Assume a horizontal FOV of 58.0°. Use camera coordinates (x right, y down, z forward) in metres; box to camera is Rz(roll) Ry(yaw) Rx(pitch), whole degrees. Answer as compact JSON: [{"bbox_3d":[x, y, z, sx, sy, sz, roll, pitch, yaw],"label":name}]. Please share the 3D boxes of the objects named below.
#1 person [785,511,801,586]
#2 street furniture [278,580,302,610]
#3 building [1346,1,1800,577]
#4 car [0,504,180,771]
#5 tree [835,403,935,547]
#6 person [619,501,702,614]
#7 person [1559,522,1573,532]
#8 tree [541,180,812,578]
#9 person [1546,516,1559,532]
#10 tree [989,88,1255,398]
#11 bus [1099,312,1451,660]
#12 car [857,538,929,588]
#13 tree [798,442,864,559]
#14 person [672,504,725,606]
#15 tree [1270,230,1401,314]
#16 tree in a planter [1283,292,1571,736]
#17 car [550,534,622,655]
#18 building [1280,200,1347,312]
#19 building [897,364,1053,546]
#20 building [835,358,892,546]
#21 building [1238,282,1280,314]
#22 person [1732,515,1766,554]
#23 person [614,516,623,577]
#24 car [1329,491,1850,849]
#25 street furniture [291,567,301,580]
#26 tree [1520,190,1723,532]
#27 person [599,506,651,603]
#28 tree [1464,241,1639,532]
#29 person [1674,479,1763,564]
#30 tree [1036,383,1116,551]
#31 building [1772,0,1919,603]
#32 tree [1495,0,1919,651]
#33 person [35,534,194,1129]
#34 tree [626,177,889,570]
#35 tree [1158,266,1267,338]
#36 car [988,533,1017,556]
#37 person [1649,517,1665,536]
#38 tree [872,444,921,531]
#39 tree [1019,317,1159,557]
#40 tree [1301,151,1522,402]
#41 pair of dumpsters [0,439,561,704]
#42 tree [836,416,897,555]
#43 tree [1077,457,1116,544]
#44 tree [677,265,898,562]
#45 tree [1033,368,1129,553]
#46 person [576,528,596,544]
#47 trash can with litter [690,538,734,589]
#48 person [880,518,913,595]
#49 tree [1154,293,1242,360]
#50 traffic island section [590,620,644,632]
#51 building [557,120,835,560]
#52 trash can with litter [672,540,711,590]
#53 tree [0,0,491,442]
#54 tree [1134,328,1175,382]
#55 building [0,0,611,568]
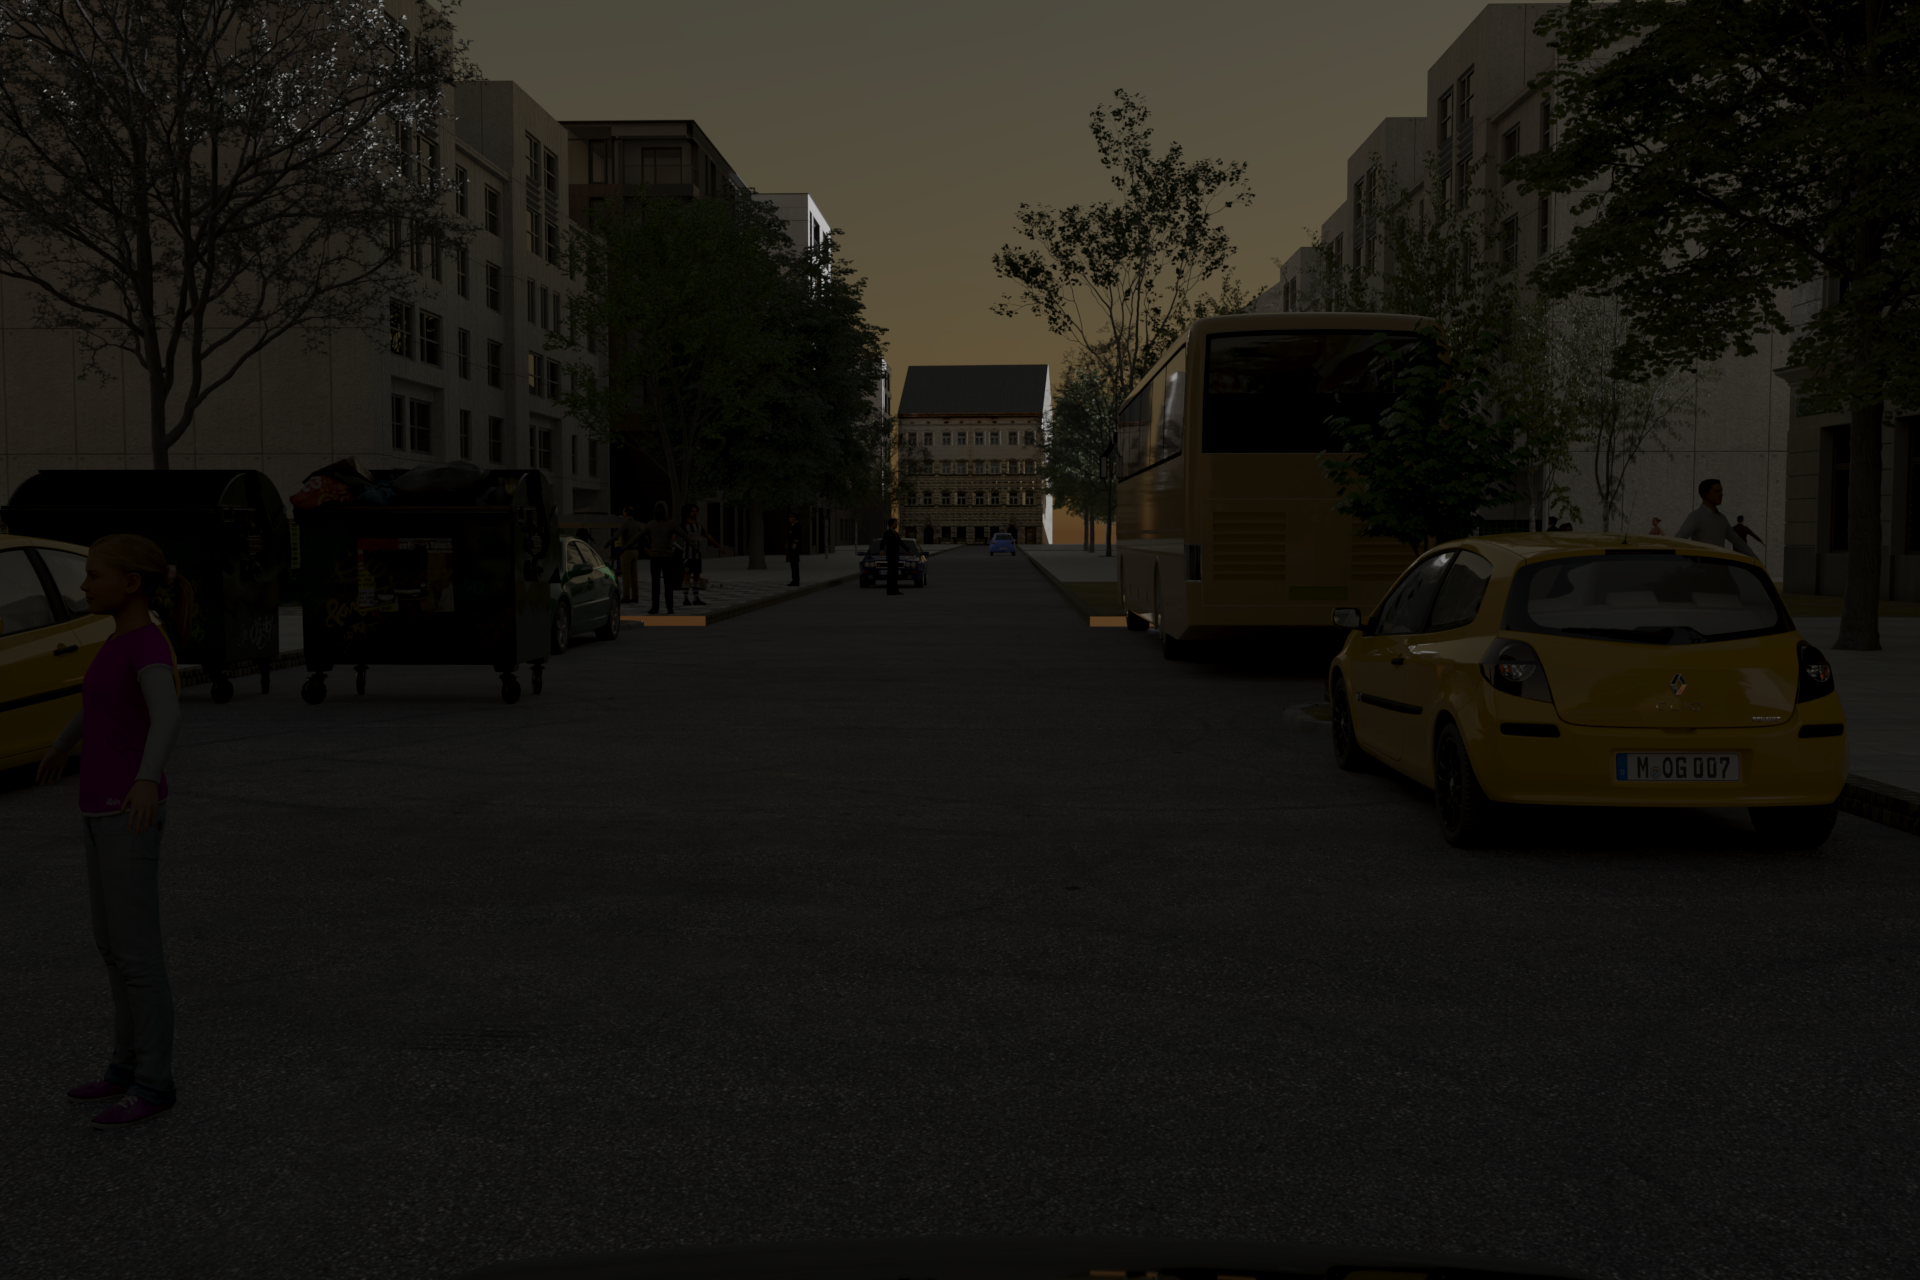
[{"bbox_3d":[-4.108,-2.248,42.695,0.705,1.837,1.347,-1,4,-13],"label":"person"},{"bbox_3d":[-11.736,-1.067,33.077,5.734,0.657,10.072,-2,4,-26],"label":"street furniture"},{"bbox_3d":[26.185,-12.224,66.313,16.747,18.905,31.486,0,4,2],"label":"building"},{"bbox_3d":[-5.928,0.043,9.513,2.015,1.641,3.980,0,4,1],"label":"car"},{"bbox_3d":[-6.315,-11.612,124.265,8.767,10.594,7.601,-2,4,-25],"label":"tree"},{"bbox_3d":[-4.804,-1.329,27.853,1.348,1.813,0.705,0,4,3],"label":"person"},{"bbox_3d":[8.188,-0.862,23.302,0.989,1.438,0.599,-2,4,-32],"label":"person"},{"bbox_3d":[-8.198,-7.622,50.381,9.928,11.665,9.643,0,3,0],"label":"tree"},{"bbox_3d":[15.094,-2.305,44.408,1.216,1.740,0.721,-2,4,-34],"label":"person"},{"bbox_3d":[6.941,-13.506,76.717,12.611,20.169,13.585,0,3,0],"label":"tree"},{"bbox_3d":[3.582,-1.896,22.550,2.896,3.916,12.252,0,4,2],"label":"bus"},{"bbox_3d":[-1.799,-2.130,47.406,1.945,1.354,3.894,0,4,1],"label":"car"},{"bbox_3d":[-6.967,-8.515,89.586,4.360,8.622,3.978,0,3,0],"label":"tree"},{"bbox_3d":[-4.808,-1.530,31.154,0.704,1.843,1.345,3,5,43],"label":"person"},{"bbox_3d":[9.302,-5.629,42.400,4.360,8.622,3.978,0,3,0],"label":"tree"},{"bbox_3d":[3.472,-0.957,12.865,1.991,3.239,1.994,0,4,2],"label":"tree in a planter"},{"bbox_3d":[-5.602,-0.632,22.130,2.131,1.459,4.920,0,4,1],"label":"car"},{"bbox_3d":[29.037,-14.242,99.314,16.747,18.905,31.486,0,4,2],"label":"building"},{"bbox_3d":[2.329,-23.863,223.548,18.063,23.208,19.493,0,4,7],"label":"building"},{"bbox_3d":[-22.973,-21.749,199.563,27.936,21.610,32.646,0,4,2],"label":"building"},{"bbox_3d":[28.378,-19.396,148.049,19.493,23.208,18.063,0,4,2],"label":"building"},{"bbox_3d":[21.976,-2.608,48.786,1.346,1.812,0.704,3,5,43],"label":"person"},{"bbox_3d":[-10.126,-2.805,51.824,0.705,1.833,1.349,0,4,4],"label":"person"},{"bbox_3d":[3.115,0.056,9.316,2.015,1.641,3.980,0,4,1],"label":"car"},{"bbox_3d":[-14.441,-1.835,45.621,5.734,0.657,10.072,0,4,7],"label":"street furniture"},{"bbox_3d":[14.004,-5.365,38.081,4.360,8.622,3.978,0,3,0],"label":"tree"},{"bbox_3d":[-6.173,-1.586,32.208,0.705,1.796,1.348,2,4,31],"label":"person"},{"bbox_3d":[14.731,-5.709,43.705,4.737,8.622,4.395,0,3,0],"label":"tree"},{"bbox_3d":[7.215,-0.641,16.634,1.344,1.810,0.704,-2,4,-29],"label":"person"},{"bbox_3d":[9.140,-12.953,129.904,7.486,12.596,7.792,0,3,0],"label":"tree"},{"bbox_3d":[25.259,-14.603,15.182,17.030,29.872,44.131,0,4,1],"label":"building"},{"bbox_3d":[10.037,-6.187,19.281,7.486,12.596,7.792,0,3,0],"label":"tree"},{"bbox_3d":[-2.117,0.456,4.267,0.599,1.433,0.991,-3,4,-39],"label":"person"},{"bbox_3d":[-7.351,-9.517,62.252,9.857,13.997,8.962,0,3,0],"label":"tree"},{"bbox_3d":[7.105,-6.013,48.668,4.737,8.622,4.395,0,3,0],"label":"tree"},{"bbox_3d":[2.815,-6.424,114.623,1.945,1.707,3.694,0,4,1],"label":"car"},{"bbox_3d":[18.611,-2.432,46.560,0.721,1.733,1.217,-1,4,-13],"label":"person"},{"bbox_3d":[-5.714,-11.142,132.534,4.360,8.622,3.978,0,3,0],"label":"tree"},{"bbox_3d":[8.551,-11.448,97.552,12.009,13.543,11.850,0,3,0],"label":"tree"},{"bbox_3d":[8.633,-5.027,32.546,4.737,8.622,4.395,0,3,0],"label":"tree"},{"bbox_3d":[-5.814,-0.615,15.004,4.436,2.255,1.574,0,4,2],"label":"pair of dumpsters"},{"bbox_3d":[-6.127,-9.509,105.834,4.737,8.622,4.395,0,3,0],"label":"tree"},{"bbox_3d":[18.923,-19.184,220.315,9.857,13.997,8.962,0,3,0],"label":"tree"},{"bbox_3d":[-7.712,-10.503,78.379,9.857,13.997,8.962,0,3,0],"label":"tree"},{"bbox_3d":[8.838,-12.277,118.850,7.486,12.596,7.792,0,3,0],"label":"tree"},{"bbox_3d":[-13.438,-3.410,61.947,0.705,1.806,1.347,1,4,18],"label":"person"},{"bbox_3d":[-6.182,-1.877,41.746,1.678,1.210,2.233,0,4,1],"label":"trash can with litter"},{"bbox_3d":[-1.553,-1.965,40.767,0.705,1.806,1.347,2,4,30],"label":"person"},{"bbox_3d":[7.753,-6.344,54.089,4.737,8.622,4.395,0,3,0],"label":"tree"},{"bbox_3d":[-5.895,-0.212,26.337,1.991,0.108,1.994,0,4,2],"label":"traffic island section"},{"bbox_3d":[-23.051,-15.807,102.422,27.936,21.610,32.646,0,4,2],"label":"building"},{"bbox_3d":[-6.247,-1.736,39.775,1.055,1.170,0.624,0,4,2],"label":"trash can with litter"},{"bbox_3d":[-11.735,-7.038,25.440,12.009,13.543,11.850,0,3,0],"label":"tree"},{"bbox_3d":[7.585,-6.890,63.018,4.360,8.622,3.978,0,3,0],"label":"tree"},{"bbox_3d":[-25.759,-12.336,68.146,16.747,18.905,31.486,0,4,2],"label":"building"}]
